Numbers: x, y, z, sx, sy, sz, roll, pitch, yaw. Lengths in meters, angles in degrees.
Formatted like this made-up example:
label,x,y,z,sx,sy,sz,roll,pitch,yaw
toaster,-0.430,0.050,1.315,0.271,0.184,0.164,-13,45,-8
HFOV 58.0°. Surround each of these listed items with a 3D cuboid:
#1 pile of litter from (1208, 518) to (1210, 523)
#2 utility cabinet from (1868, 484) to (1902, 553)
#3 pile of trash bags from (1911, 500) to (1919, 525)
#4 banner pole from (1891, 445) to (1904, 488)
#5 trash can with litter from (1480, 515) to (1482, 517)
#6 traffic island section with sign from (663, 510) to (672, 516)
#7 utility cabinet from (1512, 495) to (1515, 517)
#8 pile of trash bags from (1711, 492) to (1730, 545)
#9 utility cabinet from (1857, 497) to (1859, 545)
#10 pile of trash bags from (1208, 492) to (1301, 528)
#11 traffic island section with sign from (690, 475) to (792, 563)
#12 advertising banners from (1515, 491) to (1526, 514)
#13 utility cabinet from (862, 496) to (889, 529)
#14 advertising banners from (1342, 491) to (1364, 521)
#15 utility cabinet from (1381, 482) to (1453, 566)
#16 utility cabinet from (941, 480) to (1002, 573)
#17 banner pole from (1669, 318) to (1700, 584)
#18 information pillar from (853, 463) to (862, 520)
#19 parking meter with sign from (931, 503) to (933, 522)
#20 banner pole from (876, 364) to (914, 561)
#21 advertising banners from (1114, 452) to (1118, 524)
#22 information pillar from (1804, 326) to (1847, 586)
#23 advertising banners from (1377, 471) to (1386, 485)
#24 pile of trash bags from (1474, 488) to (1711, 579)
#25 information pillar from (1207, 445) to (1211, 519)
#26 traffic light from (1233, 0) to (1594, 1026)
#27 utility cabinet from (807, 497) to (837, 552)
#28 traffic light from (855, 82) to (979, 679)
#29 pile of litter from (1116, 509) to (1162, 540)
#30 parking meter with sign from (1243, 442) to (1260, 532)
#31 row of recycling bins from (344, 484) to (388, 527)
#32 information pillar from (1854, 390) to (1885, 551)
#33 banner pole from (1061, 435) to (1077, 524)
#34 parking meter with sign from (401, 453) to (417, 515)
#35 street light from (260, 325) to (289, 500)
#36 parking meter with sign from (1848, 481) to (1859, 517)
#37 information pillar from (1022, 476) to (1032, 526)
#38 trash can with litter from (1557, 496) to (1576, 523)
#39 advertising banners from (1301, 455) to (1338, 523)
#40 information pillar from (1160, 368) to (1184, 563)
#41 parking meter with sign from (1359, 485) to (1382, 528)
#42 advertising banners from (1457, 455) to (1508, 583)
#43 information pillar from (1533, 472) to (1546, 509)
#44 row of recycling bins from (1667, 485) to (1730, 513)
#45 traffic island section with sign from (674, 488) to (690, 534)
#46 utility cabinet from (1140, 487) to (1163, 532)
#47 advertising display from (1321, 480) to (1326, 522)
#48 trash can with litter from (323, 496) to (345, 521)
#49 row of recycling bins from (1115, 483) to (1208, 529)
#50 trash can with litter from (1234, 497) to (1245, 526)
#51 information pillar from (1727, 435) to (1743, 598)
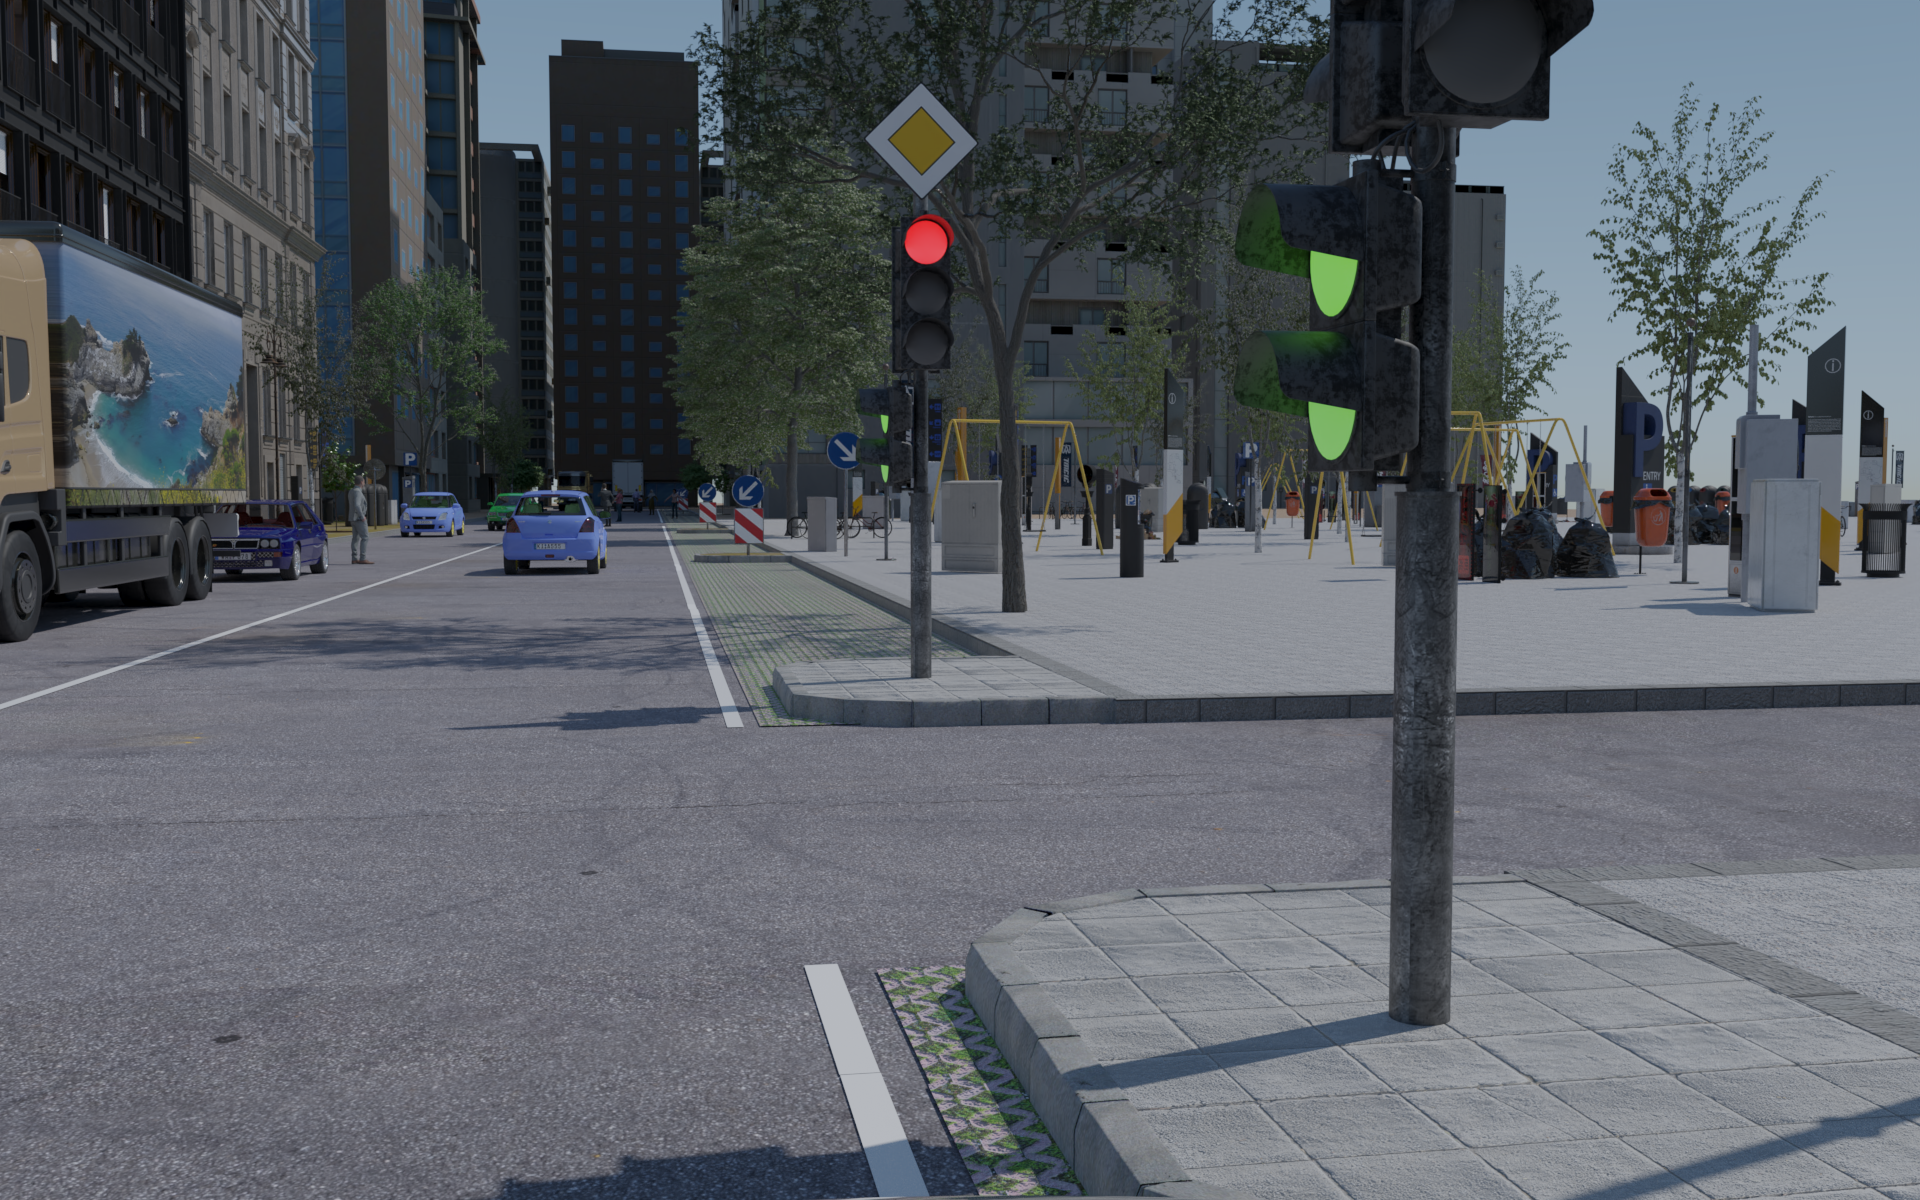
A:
label,x,y,z,sx,sy,sz,roll,pitch,yaw
pile of litter,11.835,-3.891,77.590,1.719,0.858,1.176,1,4,10
utility cabinet,19.966,-1.757,37.402,0.318,1.500,1.173,3,5,44
pile of trash bags,41.407,-3.883,73.247,1.912,1.369,3.447,3,4,36
banner pole,47.388,-5.973,87.674,0.863,3.779,0.401,0,4,-6
trash can with litter,28.439,-4.959,92.135,2.233,1.210,1.678,2,4,28
traffic island section with sign,-18.074,-6.341,112.302,1.989,1.847,2.006,-1,4,-10
utility cabinet,25.022,-4.177,79.462,1.020,1.237,0.306,2,4,28
pile of trash bags,18.088,-2.112,44.279,3.447,1.369,1.912,0,4,5
utility cabinet,23.053,-1.988,43.664,1.020,1.237,0.306,-2,4,-31
pile of trash bags,11.121,-3.401,65.355,3.447,1.369,1.912,0,4,8
traffic island section with sign,-4.636,-1.719,36.733,1.989,1.847,2.006,-1,4,-10
advertising banners,24.122,-4.934,76.855,2.074,3.025,0.090,2,4,23
utility cabinet,-3.087,-3.193,63.375,1.020,1.237,0.306,3,4,37
advertising banners,19.186,-5.364,83.894,2.074,3.025,0.090,-2,4,-29
utility cabinet,8.028,-1.330,30.425,1.173,1.500,0.318,0,4,6
utility cabinet,0.236,-1.199,28.280,1.173,1.500,0.318,3,4,38
banner pole,10.300,-2.109,24.501,0.401,3.779,0.863,1,4,21
information pillar,-5.068,-5.752,85.405,0.504,3.616,0.183,-1,4,-22
parking meter with sign,-1.281,-5.042,78.704,1.738,3.016,0.543,-1,4,-10
banner pole,-1.194,-2.651,33.367,0.863,3.779,0.401,0,4,-1
advertising banners,6.448,-4.737,73.643,0.090,3.025,2.074,-1,4,-9
information pillar,12.119,-2.013,24.272,0.504,3.616,0.183,2,4,33
advertising banners,12.961,-3.327,50.582,2.074,3.025,0.090,1,4,20
pile of trash bags,9.596,-1.064,27.153,3.447,1.369,1.912,-1,4,-14
information pillar,11.958,-5.618,83.205,0.183,3.616,0.504,0,4,-6
traffic light,1.108,-0.930,4.131,0.839,4.253,0.868,-1,4,-10
utility cabinet,-3.084,-1.691,38.814,0.306,1.237,1.020,-2,4,-28
traffic light,-0.291,-1.411,11.993,0.839,4.253,0.868,-1,4,-10
pile of litter,5.067,-2.150,49.111,1.176,0.858,1.719,-1,4,-12
parking meter with sign,9.990,-3.843,59.094,0.543,3.016,1.738,1,4,14
row of recycling bins,-23.671,-3.799,69.231,1.069,1.692,3.534,0,4,-2
information pillar,20.536,-2.919,39.086,0.504,3.616,0.183,1,4,11
banner pole,4.664,-5.108,73.533,0.863,3.779,0.401,1,4,20
parking meter with sign,-22.935,-4.632,72.000,0.543,3.016,1.738,-1,4,-11
street light,-18.755,-4.571,47.519,0.468,5.910,1.993,-1,4,-10
parking meter with sign,50.899,-6.206,97.731,1.738,3.016,0.543,-1,4,-11
information pillar,2.719,-4.048,70.669,0.304,2.012,0.304,3,4,38
trash can with litter,27.777,-4.138,78.720,2.233,1.210,1.678,0,4,1
advertising banners,16.042,-4.965,77.368,2.074,3.025,0.090,-2,4,-25
information pillar,3.979,-2.510,32.386,0.504,3.616,0.183,-3,5,-44
parking meter with sign,15.994,-4.328,67.017,0.543,3.016,1.738,-1,4,-22
advertising banners,7.527,-1.805,25.702,0.090,3.025,2.074,-1,4,-13
information pillar,19.678,-3.325,58.862,0.304,2.012,0.304,-1,4,-12
row of recycling bins,35.350,-4.627,82.765,1.069,1.692,3.534,-2,4,-29
traffic island section with sign,-9.353,-3.342,63.274,1.989,1.847,2.006,-1,4,-10
utility cabinet,6.384,-3.010,57.886,0.318,1.500,1.173,-2,4,-28
advertising display,16.364,-4.553,79.657,0.974,1.923,0.123,3,4,36
trash can with litter,-29.492,-4.297,81.647,1.055,1.170,0.624,-2,4,-28
row of recycling bins,7.418,-3.466,63.779,3.534,1.692,1.069,1,4,20
trash can with litter,11.221,-3.583,69.964,0.624,1.170,1.055,-1,4,-20
information pillar,9.776,-1.040,21.496,0.304,2.012,0.304,-1,4,-14
